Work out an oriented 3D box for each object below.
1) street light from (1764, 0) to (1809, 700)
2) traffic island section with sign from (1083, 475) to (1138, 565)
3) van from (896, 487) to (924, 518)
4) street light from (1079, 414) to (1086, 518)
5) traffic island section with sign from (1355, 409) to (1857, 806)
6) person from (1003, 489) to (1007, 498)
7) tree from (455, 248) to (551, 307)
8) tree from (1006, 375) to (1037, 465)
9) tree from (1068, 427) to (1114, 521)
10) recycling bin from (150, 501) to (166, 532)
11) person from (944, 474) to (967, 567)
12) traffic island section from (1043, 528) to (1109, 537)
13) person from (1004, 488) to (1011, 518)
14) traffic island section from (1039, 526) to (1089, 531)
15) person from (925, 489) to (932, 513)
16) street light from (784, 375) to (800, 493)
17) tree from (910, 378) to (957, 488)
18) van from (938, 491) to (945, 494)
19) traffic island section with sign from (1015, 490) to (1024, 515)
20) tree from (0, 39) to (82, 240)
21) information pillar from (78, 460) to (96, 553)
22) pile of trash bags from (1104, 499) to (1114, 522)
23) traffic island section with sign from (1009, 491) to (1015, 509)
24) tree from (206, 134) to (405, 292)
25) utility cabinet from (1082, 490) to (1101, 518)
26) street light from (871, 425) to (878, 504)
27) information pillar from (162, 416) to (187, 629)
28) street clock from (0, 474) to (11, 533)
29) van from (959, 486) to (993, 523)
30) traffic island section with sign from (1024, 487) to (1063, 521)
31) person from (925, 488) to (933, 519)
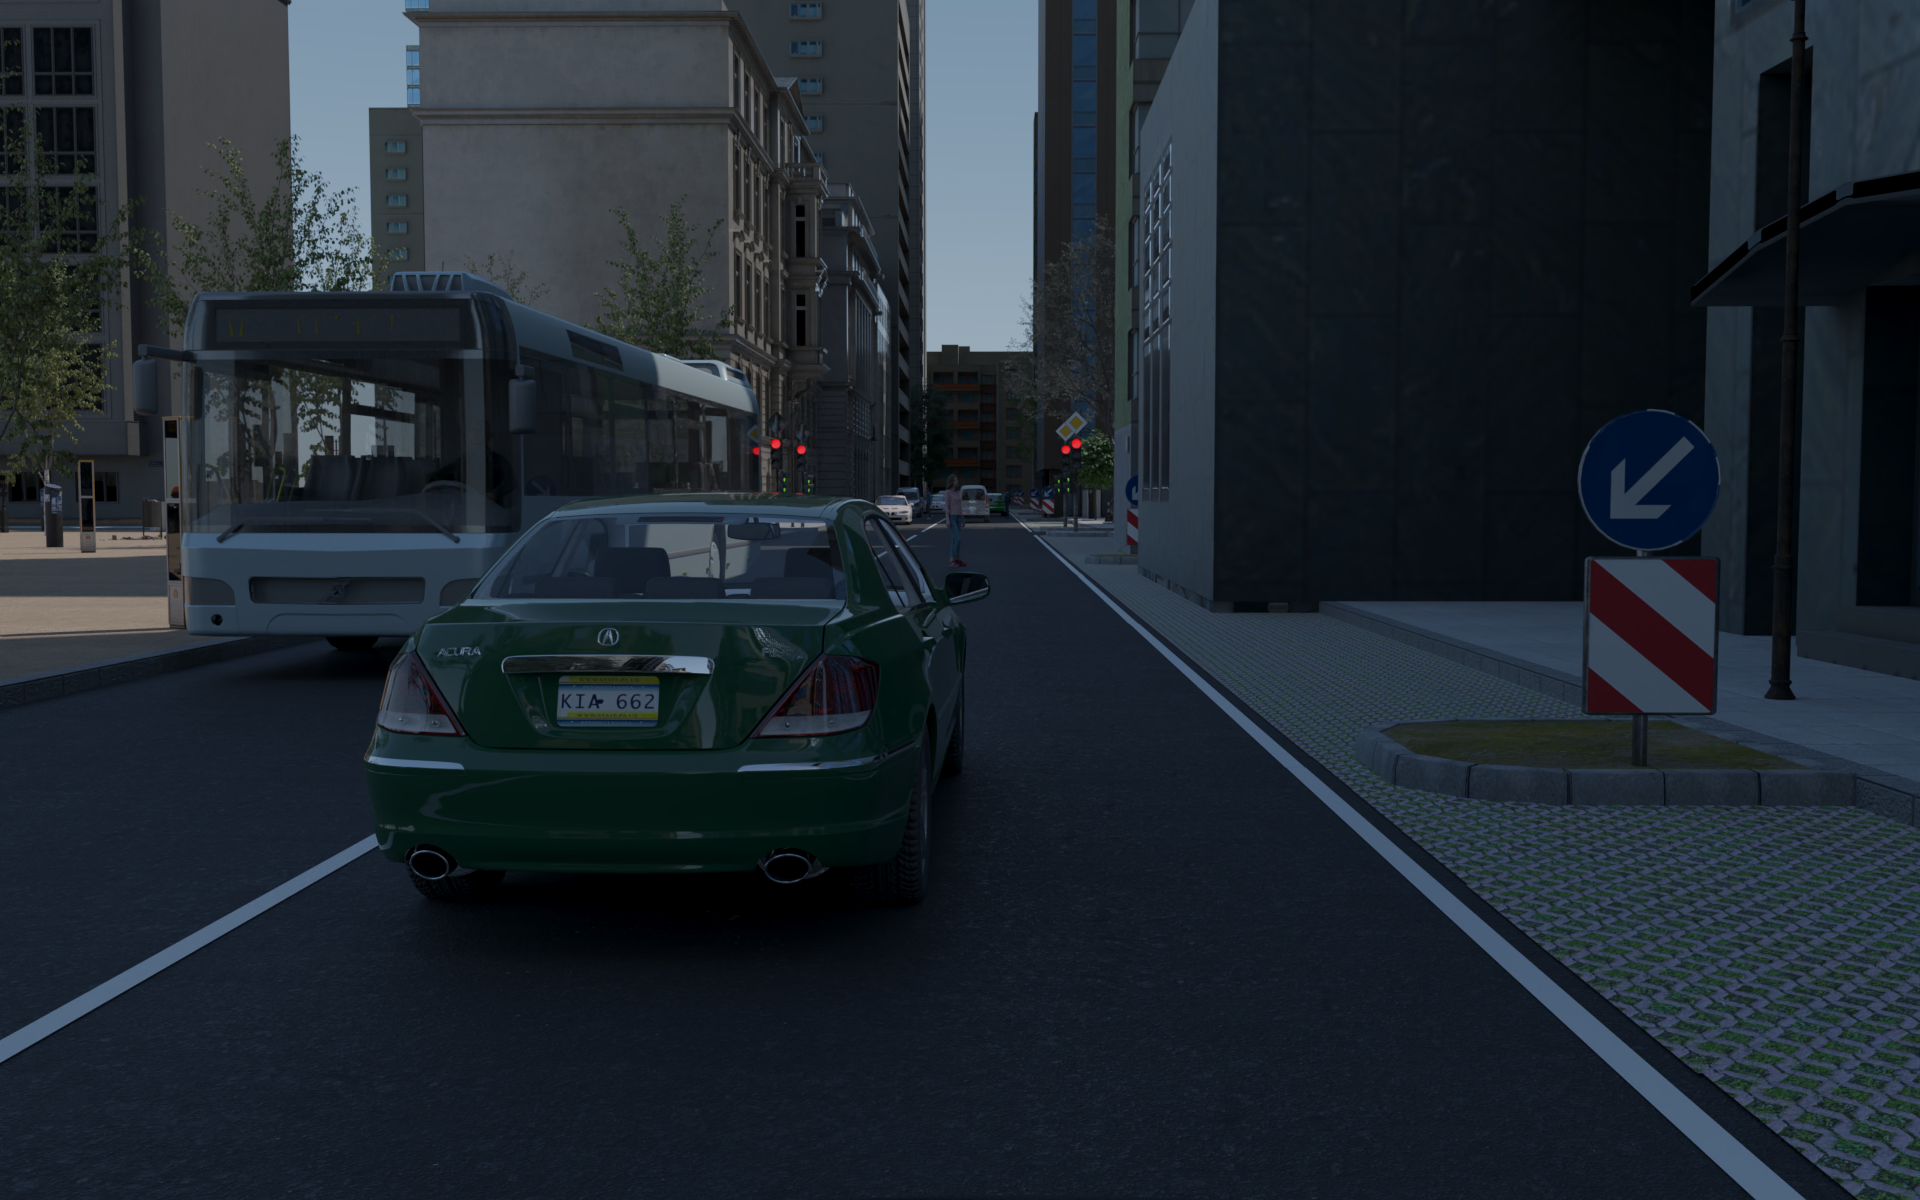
[{"bbox_3d":[5.142,-2.318,10.682,0.468,5.910,1.993,0,4,1],"label":"street light"},{"bbox_3d":[3.572,-1.662,35.808,1.989,1.847,2.006,0,4,1],"label":"traffic island section with sign"},{"bbox_3d":[-3.209,-6.098,106.721,2.013,2.044,4.112,0,4,1],"label":"van"},{"bbox_3d":[6.578,-7.441,94.441,0.468,5.910,1.993,0,4,1],"label":"street light"},{"bbox_3d":[3.120,-0.014,8.857,1.989,1.847,2.006,0,4,1],"label":"traffic island section with sign"},{"bbox_3d":[3.568,-7.650,133.839,0.793,1.790,0.793,3,4,38],"label":"person"},{"bbox_3d":[-14.117,-6.180,51.410,4.360,8.622,3.978,0,3,0],"label":"tree"},{"bbox_3d":[7.775,-13.602,148.153,9.928,11.665,9.643,0,3,0],"label":"tree"},{"bbox_3d":[6.711,-6.165,84.515,4.285,4.588,4.351,0,3,0],"label":"tree"},{"bbox_3d":[-27.086,-2.833,58.866,0.722,1.027,0.722,-3,4,-38],"label":"recycling bin"},{"bbox_3d":[-0.113,-1.569,34.169,0.388,1.821,0.555,2,4,27],"label":"person"},{"bbox_3d":[3.950,-2.234,58.812,2.009,0.180,2.903,0,4,1],"label":"traffic island section"},{"bbox_3d":[2.792,-5.723,102.254,0.419,1.800,0.721,0,4,-6],"label":"person"},{"bbox_3d":[4.084,-2.723,66.796,2.009,0.180,2.903,0,4,1],"label":"traffic island section"},{"bbox_3d":[-2.374,-7.578,132.499,0.679,1.850,0.850,1,4,23],"label":"person"},{"bbox_3d":[-6.500,-5.767,67.086,0.468,5.910,1.993,0,4,1],"label":"street light"},{"bbox_3d":[-4.916,-17.460,192.131,9.857,13.997,8.962,0,3,0],"label":"tree"},{"bbox_3d":[-1.922,-12.383,209.467,2.013,2.044,4.112,0,4,-1],"label":"van"},{"bbox_3d":[4.948,-6.710,118.343,1.989,1.847,2.006,0,4,1],"label":"traffic island section with sign"},{"bbox_3d":[-15.453,-4.715,27.455,4.737,8.622,4.395,0,3,0],"label":"tree"},{"bbox_3d":[-19.065,-2.038,37.819,0.304,2.012,0.304,-2,4,-29],"label":"information pillar"},{"bbox_3d":[8.290,-4.284,79.804,3.447,1.369,1.912,2,4,24],"label":"pile of trash bags"},{"bbox_3d":[5.796,-9.795,168.769,1.989,1.847,2.006,0,4,1],"label":"traffic island section with sign"},{"bbox_3d":[-14.032,-5.162,34.763,4.737,8.622,4.395,0,3,0],"label":"tree"},{"bbox_3d":[7.033,-5.140,92.722,0.318,1.500,1.173,3,5,43],"label":"utility cabinet"},{"bbox_3d":[-5.671,-8.654,114.280,0.468,5.910,1.993,0,4,1],"label":"street light"},{"bbox_3d":[-7.371,-0.737,16.546,0.304,2.012,0.304,3,4,37],"label":"information pillar"},{"bbox_3d":[-31.586,-3.219,57.194,0.471,2.002,0.358,1,4,15],"label":"street clock"},{"bbox_3d":[0.648,-4.890,86.965,2.013,2.044,4.112,0,4,0],"label":"van"},{"bbox_3d":[4.513,-5.062,91.391,1.989,1.847,2.006,0,4,1],"label":"traffic island section with sign"},{"bbox_3d":[-1.741,-5.452,97.978,0.444,1.785,0.601,0,4,-1],"label":"person"}]
